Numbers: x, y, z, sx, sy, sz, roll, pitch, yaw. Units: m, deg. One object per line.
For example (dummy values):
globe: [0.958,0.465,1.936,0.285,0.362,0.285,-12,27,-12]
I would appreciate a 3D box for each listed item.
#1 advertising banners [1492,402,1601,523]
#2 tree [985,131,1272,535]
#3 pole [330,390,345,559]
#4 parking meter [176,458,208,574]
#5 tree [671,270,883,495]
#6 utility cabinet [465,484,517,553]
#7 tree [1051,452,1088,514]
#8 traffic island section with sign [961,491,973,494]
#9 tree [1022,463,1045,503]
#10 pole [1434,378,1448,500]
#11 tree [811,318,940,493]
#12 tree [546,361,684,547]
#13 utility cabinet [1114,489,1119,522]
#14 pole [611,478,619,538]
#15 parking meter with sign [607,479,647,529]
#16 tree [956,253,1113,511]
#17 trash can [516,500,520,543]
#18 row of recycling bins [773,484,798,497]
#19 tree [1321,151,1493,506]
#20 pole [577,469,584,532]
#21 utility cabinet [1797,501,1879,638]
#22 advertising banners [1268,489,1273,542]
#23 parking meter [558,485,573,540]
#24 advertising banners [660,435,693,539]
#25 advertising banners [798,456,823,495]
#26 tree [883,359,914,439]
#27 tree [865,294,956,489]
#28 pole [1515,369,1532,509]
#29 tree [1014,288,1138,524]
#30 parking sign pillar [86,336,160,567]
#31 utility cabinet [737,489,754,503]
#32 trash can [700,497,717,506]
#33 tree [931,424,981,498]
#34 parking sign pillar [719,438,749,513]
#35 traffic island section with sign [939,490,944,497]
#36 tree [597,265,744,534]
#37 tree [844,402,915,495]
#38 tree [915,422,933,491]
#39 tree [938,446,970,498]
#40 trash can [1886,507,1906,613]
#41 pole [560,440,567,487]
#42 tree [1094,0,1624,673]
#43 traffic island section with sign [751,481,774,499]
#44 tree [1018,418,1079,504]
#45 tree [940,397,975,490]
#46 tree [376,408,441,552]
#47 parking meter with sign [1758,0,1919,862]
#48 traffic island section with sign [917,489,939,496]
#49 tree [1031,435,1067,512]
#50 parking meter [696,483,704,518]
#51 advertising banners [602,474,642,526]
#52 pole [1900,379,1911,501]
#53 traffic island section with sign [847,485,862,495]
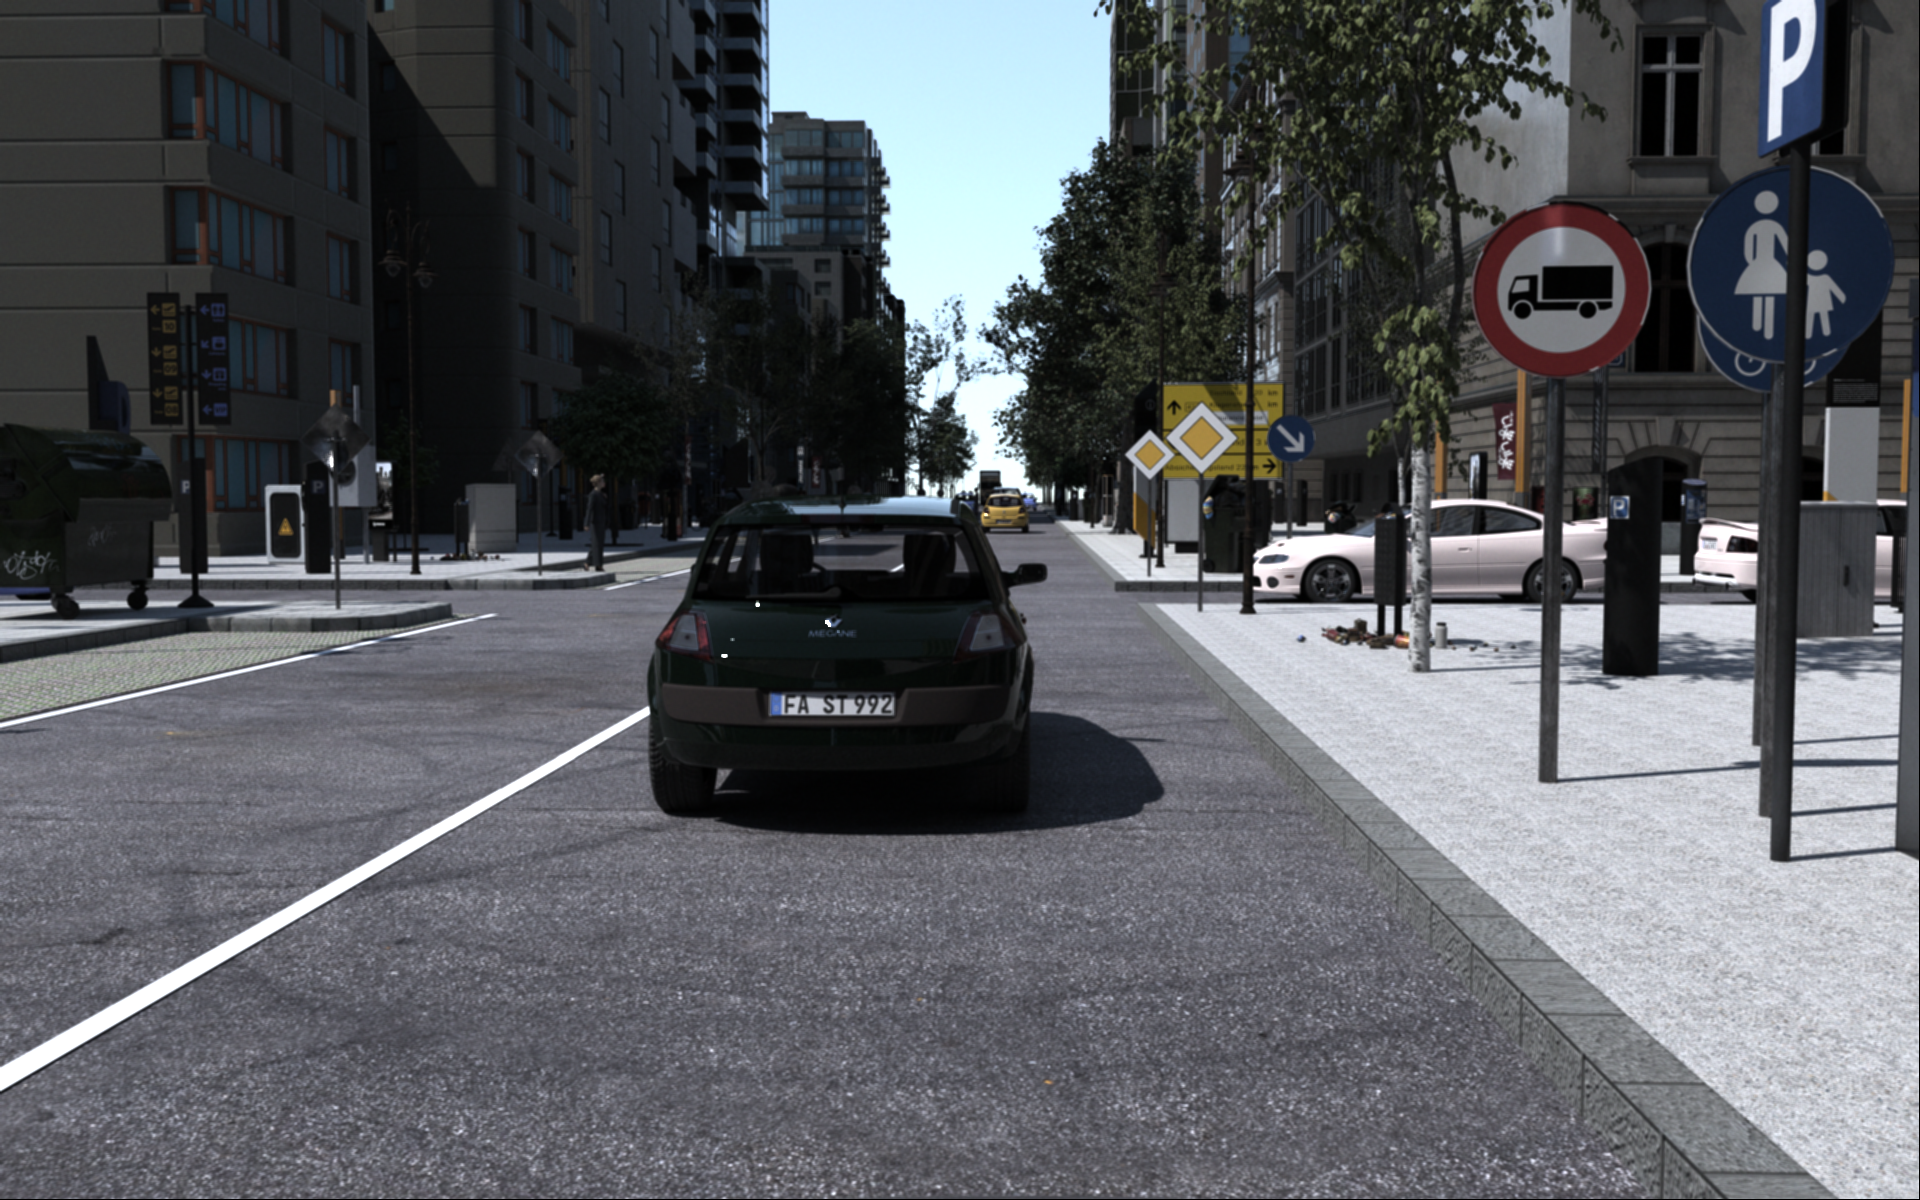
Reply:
advertising banners: [11.018,-2.225,32.566,2.074,3.025,0.090,2,4,32]
tree: [5.375,-8.437,54.945,9.611,12.733,9.660,0,3,0]
pole: [-12.233,-2.459,34.042,0.158,3.312,0.155,0,3,0]
parking meter: [-12.376,-1.357,27.906,0.399,1.863,0.255,1,4,13]
tree: [-8.087,-8.390,71.587,8.767,10.594,7.601,0,4,3]
utility cabinet: [-10.190,-1.770,37.622,0.318,1.500,1.173,2,4,32]
tree: [7.572,-7.893,112.767,4.285,4.588,4.351,0,3,0]
traffic island section with sign: [1.561,-13.858,235.213,1.989,1.847,2.006,0,4,2]
tree: [12.693,-20.522,253.656,7.486,12.596,7.792,0,3,0]
pole: [8.495,-2.247,30.580,0.158,3.312,0.155,0,3,0]
tree: [-6.045,-11.871,112.219,7.486,12.596,7.792,0,3,0]
tree: [-8.517,-3.622,42.934,4.285,4.588,4.351,0,3,0]
utility cabinet: [7.451,-4.321,79.320,0.318,1.500,1.173,2,4,31]
pole: [-10.165,-3.491,50.923,0.158,3.312,0.155,0,3,0]
parking meter with sign: [-12.284,-4.144,64.015,1.738,3.016,0.543,2,4,27]
tree: [6.973,-16.888,132.008,12.611,20.169,13.585,0,3,0]
trash can: [-11.383,-1.941,43.389,0.748,1.137,0.748,0,3,0]
row of recycling bins: [-7.233,-3.939,71.516,1.069,1.692,3.534,0,4,-2]
tree: [9.521,-5.285,36.767,4.360,8.622,3.978,0,3,0]
pole: [-12.954,-3.986,59.018,0.158,3.312,0.155,0,3,0]
utility cabinet: [7.699,-0.268,15.552,1.020,1.237,0.306,-1,4,-13]
advertising banners: [8.055,-3.027,45.687,0.090,3.025,2.074,1,4,20]
parking meter: [-11.116,-2.471,48.813,0.372,1.533,0.369,0,3,0]
advertising banners: [-8.283,-3.338,50.763,0.090,3.025,2.074,1,4,17]
advertising banners: [-7.228,-5.030,78.426,2.074,3.025,0.090,-1,4,-15]
tree: [-6.484,-9.248,85.625,8.767,10.594,7.601,0,4,-8]
tree: [-2.469,-18.794,163.171,12.611,20.169,13.585,0,3,0]
pole: [8.612,-1.997,26.493,0.158,3.312,0.155,0,3,0]
tree: [6.106,-8.577,74.643,7.601,10.594,8.767,3,5,43]
parking sign pillar: [-14.818,-2.553,30.219,1.447,3.967,1.447,-1,4,-15]
utility cabinet: [-8.572,-3.668,68.651,1.173,1.500,0.318,0,4,-6]
trash can: [-11.075,-3.962,76.436,0.748,1.137,0.748,0,3,0]
tree: [-1.119,-19.546,245.336,9.928,11.665,9.643,0,3,0]
parking sign pillar: [-10.197,-5.498,78.358,1.447,3.967,1.447,-3,5,-43]
traffic island section with sign: [-1.655,-8.862,153.519,1.989,1.847,2.006,0,4,2]
tree: [-9.018,-6.407,55.118,4.360,8.622,3.978,0,3,0]
tree: [-6.118,-10.410,120.568,4.737,8.622,4.395,0,3,0]
tree: [-4.392,-11.160,132.826,4.737,8.622,4.395,0,3,0]
tree: [-0.608,-18.497,252.785,4.360,8.622,3.978,0,3,0]
trash can: [10.378,-0.428,18.647,0.748,1.137,0.748,0,3,0]
pole: [-11.688,-3.501,51.087,0.158,3.312,0.155,0,3,0]
tree: [3.081,-3.784,12.231,4.737,8.622,4.395,0,3,0]
traffic island section with sign: [-5.724,-2.535,50.071,1.989,1.847,2.006,0,4,2]
tree: [12.590,-19.410,243.104,9.928,11.665,9.643,0,3,0]
tree: [-2.101,-17.376,202.228,7.486,12.596,7.792,0,3,0]
tree: [-12.625,-2.711,38.927,1.663,3.219,1.824,0,3,0]
parking meter with sign: [3.694,-0.590,5.911,1.738,3.016,0.543,0,4,4]
traffic island section with sign: [-2.753,-7.163,125.736,1.989,1.847,2.006,0,4,2]
tree: [6.944,-10.518,122.335,4.360,8.622,3.978,0,3,0]
parking meter: [-13.854,-5.296,92.293,0.399,1.863,0.255,-3,5,-45]
advertising banners: [-13.936,-4.549,70.565,2.074,3.025,0.090,1,4,12]
pole: [16.898,-2.265,30.877,0.158,3.312,0.155,0,3,0]
traffic island section with sign: [-4.674,-4.187,77.085,1.989,1.847,2.006,0,4,2]
